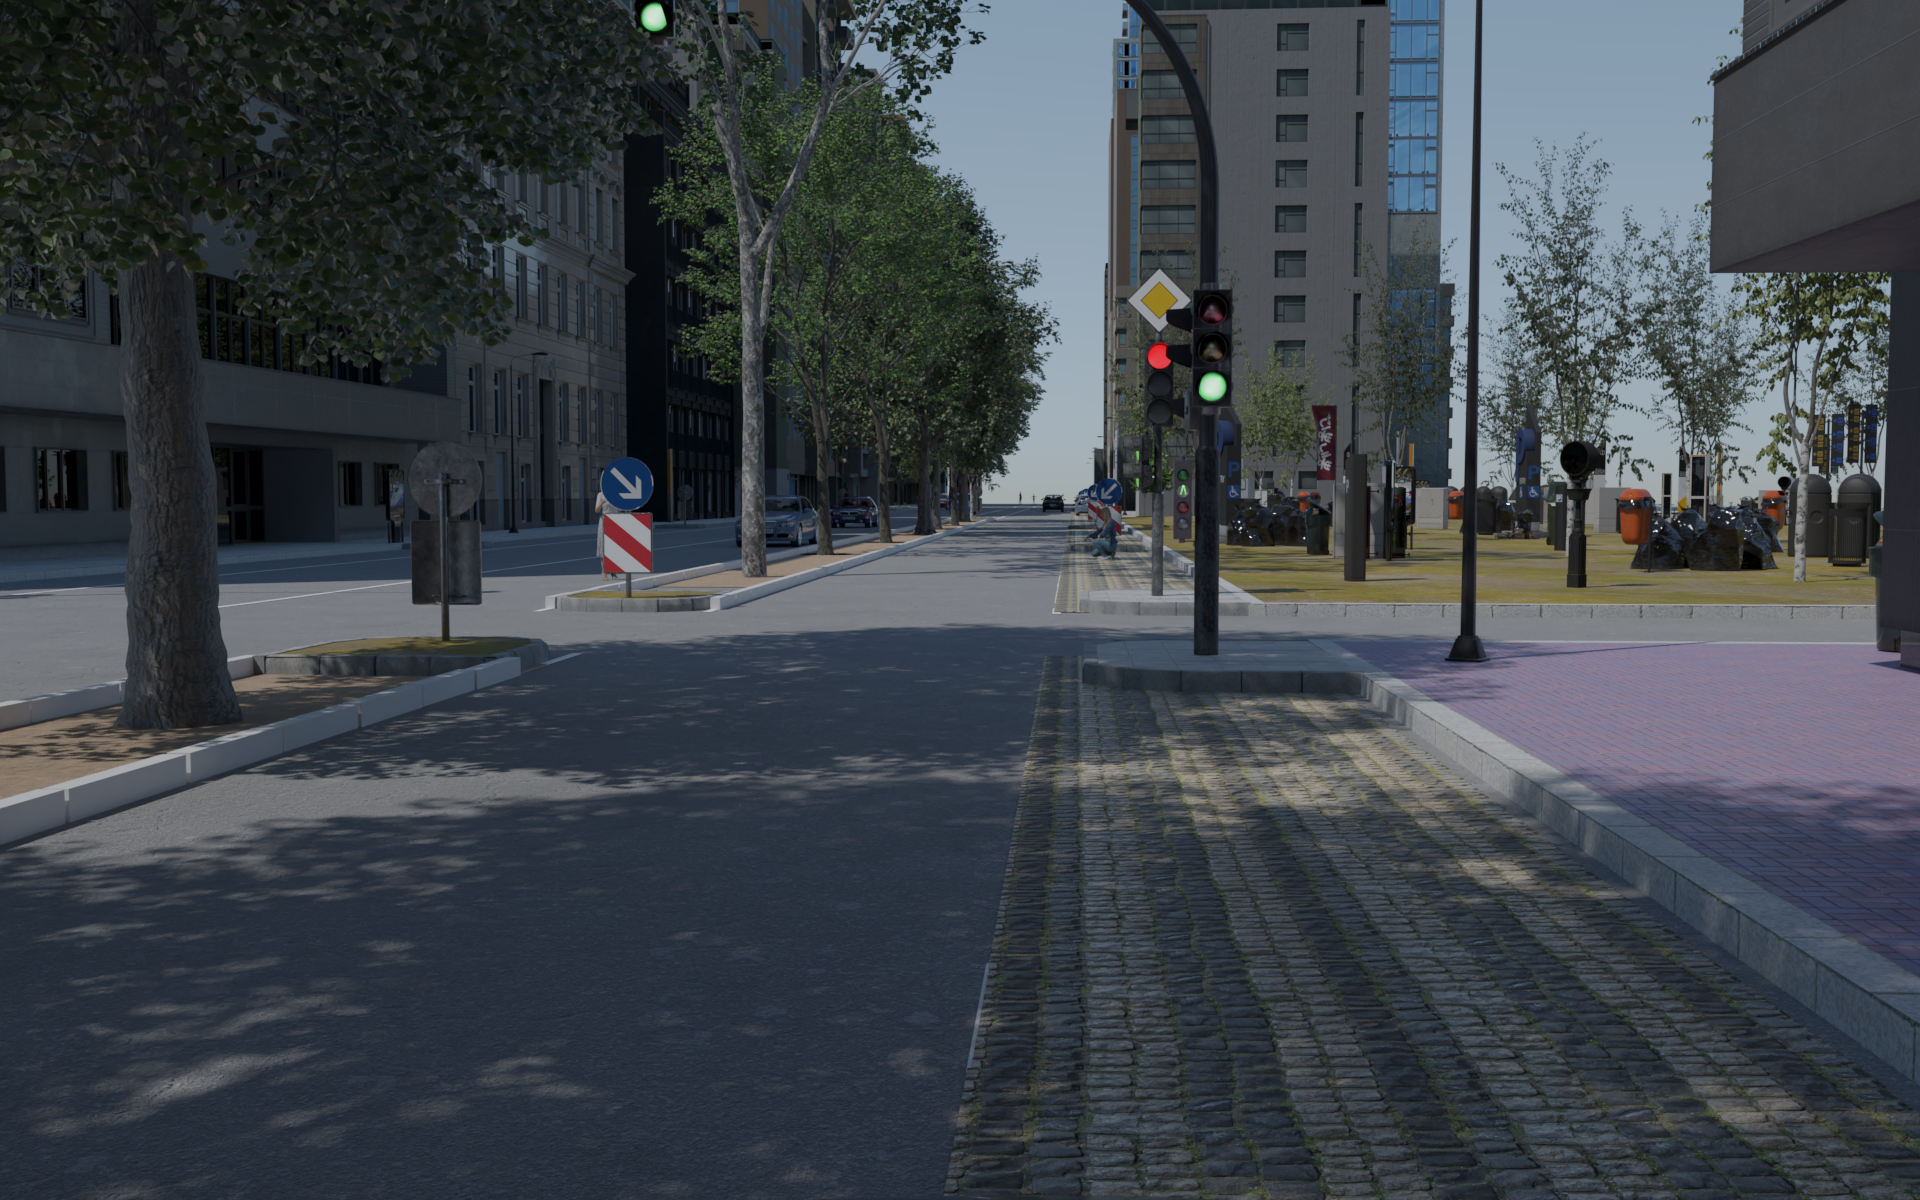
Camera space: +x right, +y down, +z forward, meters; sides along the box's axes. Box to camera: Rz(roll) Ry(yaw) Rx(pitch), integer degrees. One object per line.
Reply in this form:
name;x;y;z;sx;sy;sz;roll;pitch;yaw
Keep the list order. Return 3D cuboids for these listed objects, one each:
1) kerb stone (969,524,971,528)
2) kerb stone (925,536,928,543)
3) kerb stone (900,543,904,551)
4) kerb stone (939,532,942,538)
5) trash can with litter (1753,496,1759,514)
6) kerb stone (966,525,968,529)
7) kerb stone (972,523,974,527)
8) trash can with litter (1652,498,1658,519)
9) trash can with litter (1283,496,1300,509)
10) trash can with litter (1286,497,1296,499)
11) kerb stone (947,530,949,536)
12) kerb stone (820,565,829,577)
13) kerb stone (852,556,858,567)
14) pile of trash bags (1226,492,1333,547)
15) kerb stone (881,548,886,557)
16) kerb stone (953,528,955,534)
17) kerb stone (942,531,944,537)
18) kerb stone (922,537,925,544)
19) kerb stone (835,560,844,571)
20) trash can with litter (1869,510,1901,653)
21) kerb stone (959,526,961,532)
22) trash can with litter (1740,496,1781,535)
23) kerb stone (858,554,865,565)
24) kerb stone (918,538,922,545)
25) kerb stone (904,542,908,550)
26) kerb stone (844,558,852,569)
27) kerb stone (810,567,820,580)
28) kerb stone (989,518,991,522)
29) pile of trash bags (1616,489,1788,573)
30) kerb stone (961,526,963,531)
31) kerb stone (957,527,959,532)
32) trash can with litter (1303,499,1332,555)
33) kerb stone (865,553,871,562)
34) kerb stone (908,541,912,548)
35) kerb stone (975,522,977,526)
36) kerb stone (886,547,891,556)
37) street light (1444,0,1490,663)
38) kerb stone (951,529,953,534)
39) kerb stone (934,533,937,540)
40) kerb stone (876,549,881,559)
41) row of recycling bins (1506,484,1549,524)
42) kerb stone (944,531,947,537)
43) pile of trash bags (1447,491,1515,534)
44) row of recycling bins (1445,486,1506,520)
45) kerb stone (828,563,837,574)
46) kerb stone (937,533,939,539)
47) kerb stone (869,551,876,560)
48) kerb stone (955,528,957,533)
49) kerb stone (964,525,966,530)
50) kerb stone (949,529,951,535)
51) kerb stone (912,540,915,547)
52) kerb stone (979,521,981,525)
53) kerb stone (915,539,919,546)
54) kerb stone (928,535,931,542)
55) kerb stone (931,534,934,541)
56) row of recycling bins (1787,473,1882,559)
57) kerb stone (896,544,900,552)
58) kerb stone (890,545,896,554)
kerb stone;0.249;-2.985;71.003;0.120;0.150;1.000;0;4;4
kerb stone;-1.102;-1.733;50.538;0.120;0.150;1.000;0;4;4
kerb stone;-1.579;-1.296;43.387;0.120;0.150;1.000;0;4;4
kerb stone;-0.753;-2.046;55.644;0.120;0.150;1.000;0;4;4
trash can with litter;40.864;-4.776;89.473;0.624;1.170;1.055;-3;4;-39
kerb stone;0.109;-2.859;68.943;0.120;0.150;1.000;0;4;4
kerb stone;0.388;-3.107;73.046;0.120;0.150;1.000;0;4;4
trash can with litter;35.549;-4.752;89.090;1.055;1.170;0.624;-3;4;-39
trash can with litter;9.695;-2.539;52.564;2.233;1.210;1.678;2;4;25
trash can with litter;15.080;-4.130;78.919;0.624;1.170;1.055;1;4;21
kerb stone;-0.553;-2.222;58.720;0.120;0.150;1.000;0;4;4
kerb stone;-2.452;-0.483;30.098;0.120;0.150;1.000;0;4;4
kerb stone;-2.182;-0.734;34.199;0.120;0.150;1.000;0;4;4
pile of trash bags;8.382;-2.028;42.906;3.447;1.369;1.912;0;4;-1
kerb stone;-1.851;-1.046;39.301;0.120;0.150;1.000;0;4;4
kerb stone;-0.351;-2.421;61.781;0.120;0.150;1.000;0;4;4
kerb stone;-0.699;-2.107;56.666;0.120;0.150;1.000;0;4;4
kerb stone;-1.170;-1.671;49.519;0.120;0.150;1.000;0;4;4
kerb stone;-2.324;-0.606;32.149;0.120;0.150;1.000;0;4;4
trash can with litter;7.830;-0.151;13.863;0.624;1.170;1.055;-1;4;-17
kerb stone;-0.156;-2.608;64.844;0.120;0.150;1.000;0;4;4
trash can with litter;24.709;-2.674;54.784;1.678;1.210;2.233;-1;4;-14
kerb stone;-2.114;-0.793;35.219;0.120;0.150;1.000;0;4;4
kerb stone;-1.232;-1.609;48.499;0.120;0.150;1.000;0;4;4
kerb stone;-1.510;-1.359;44.407;0.120;0.150;1.000;0;4;4
kerb stone;-2.245;-0.671;33.169;0.120;0.150;1.000;0;4;4
kerb stone;-2.525;-0.419;29.078;0.120;0.150;1.000;0;4;4
kerb stone;1.332;-3.985;87.355;0.120;0.150;1.000;0;4;4
pile of trash bags;12.229;-1.196;29.301;3.447;1.369;1.912;-3;4;-38
kerb stone;-0.086;-2.671;65.867;0.120;0.150;1.000;0;4;4
kerb stone;-0.221;-2.546;63.821;0.120;0.150;1.000;0;4;4
trash can with litter;7.783;-1.537;36.514;1.055;1.170;0.624;0;4;3
kerb stone;-2.043;-0.859;36.238;0.120;0.150;1.000;0;4;4
kerb stone;-1.436;-1.417;45.434;0.120;0.150;1.000;0;4;4
kerb stone;0.522;-3.235;75.085;0.120;0.150;1.000;0;4;4
kerb stone;-1.778;-1.107;40.320;0.120;0.150;1.000;0;4;4
street light;3.373;-2.488;13.214;1.470;5.913;1.316;0;4;4
kerb stone;-0.428;-2.356;60.762;0.120;0.150;1.000;0;4;4
kerb stone;-0.899;-1.921;53.597;0.120;0.150;1.000;0;4;4
kerb stone;-1.913;-0.984;38.281;0.120;0.150;1.000;0;4;4
row of recycling bins;25.106;-4.132;74.675;1.069;1.692;3.534;-1;4;-14
kerb stone;-0.622;-2.171;57.692;0.120;0.150;1.000;0;4;4
pile of trash bags;17.245;-2.886;56.933;3.447;1.369;1.912;-3;4;-36
row of recycling bins;26.148;-4.942;87.907;3.534;1.692;1.069;-1;4;-12
kerb stone;-2.385;-0.543;31.118;0.120;0.150;1.000;0;4;4
kerb stone;-0.832;-1.980;54.625;0.120;0.150;1.000;0;4;4
kerb stone;-1.980;-0.921;37.258;0.120;0.150;1.000;0;4;4
kerb stone;-0.285;-2.483;62.801;0.120;0.150;1.000;0;4;4
kerb stone;0.049;-2.796;67.918;0.120;0.150;1.000;0;4;4
kerb stone;-0.497;-2.296;59.740;0.120;0.150;1.000;0;4;4
kerb stone;-1.378;-1.479;46.460;0.120;0.150;1.000;0;4;4
kerb stone;0.726;-3.422;78.152;0.120;0.150;1.000;0;4;4
kerb stone;-1.304;-1.541;47.479;0.120;0.150;1.000;0;4;4
kerb stone;-1.039;-1.796;51.558;0.120;0.150;1.000;0;4;4
kerb stone;-0.968;-1.858;52.578;0.120;0.150;1.000;0;4;4
row of recycling bins;18.459;-1.677;34.530;3.534;1.692;1.069;2;4;30
kerb stone;-1.644;-1.234;42.363;0.120;0.150;1.000;0;4;4
kerb stone;-1.707;-1.171;41.343;0.120;0.150;1.000;0;4;4
